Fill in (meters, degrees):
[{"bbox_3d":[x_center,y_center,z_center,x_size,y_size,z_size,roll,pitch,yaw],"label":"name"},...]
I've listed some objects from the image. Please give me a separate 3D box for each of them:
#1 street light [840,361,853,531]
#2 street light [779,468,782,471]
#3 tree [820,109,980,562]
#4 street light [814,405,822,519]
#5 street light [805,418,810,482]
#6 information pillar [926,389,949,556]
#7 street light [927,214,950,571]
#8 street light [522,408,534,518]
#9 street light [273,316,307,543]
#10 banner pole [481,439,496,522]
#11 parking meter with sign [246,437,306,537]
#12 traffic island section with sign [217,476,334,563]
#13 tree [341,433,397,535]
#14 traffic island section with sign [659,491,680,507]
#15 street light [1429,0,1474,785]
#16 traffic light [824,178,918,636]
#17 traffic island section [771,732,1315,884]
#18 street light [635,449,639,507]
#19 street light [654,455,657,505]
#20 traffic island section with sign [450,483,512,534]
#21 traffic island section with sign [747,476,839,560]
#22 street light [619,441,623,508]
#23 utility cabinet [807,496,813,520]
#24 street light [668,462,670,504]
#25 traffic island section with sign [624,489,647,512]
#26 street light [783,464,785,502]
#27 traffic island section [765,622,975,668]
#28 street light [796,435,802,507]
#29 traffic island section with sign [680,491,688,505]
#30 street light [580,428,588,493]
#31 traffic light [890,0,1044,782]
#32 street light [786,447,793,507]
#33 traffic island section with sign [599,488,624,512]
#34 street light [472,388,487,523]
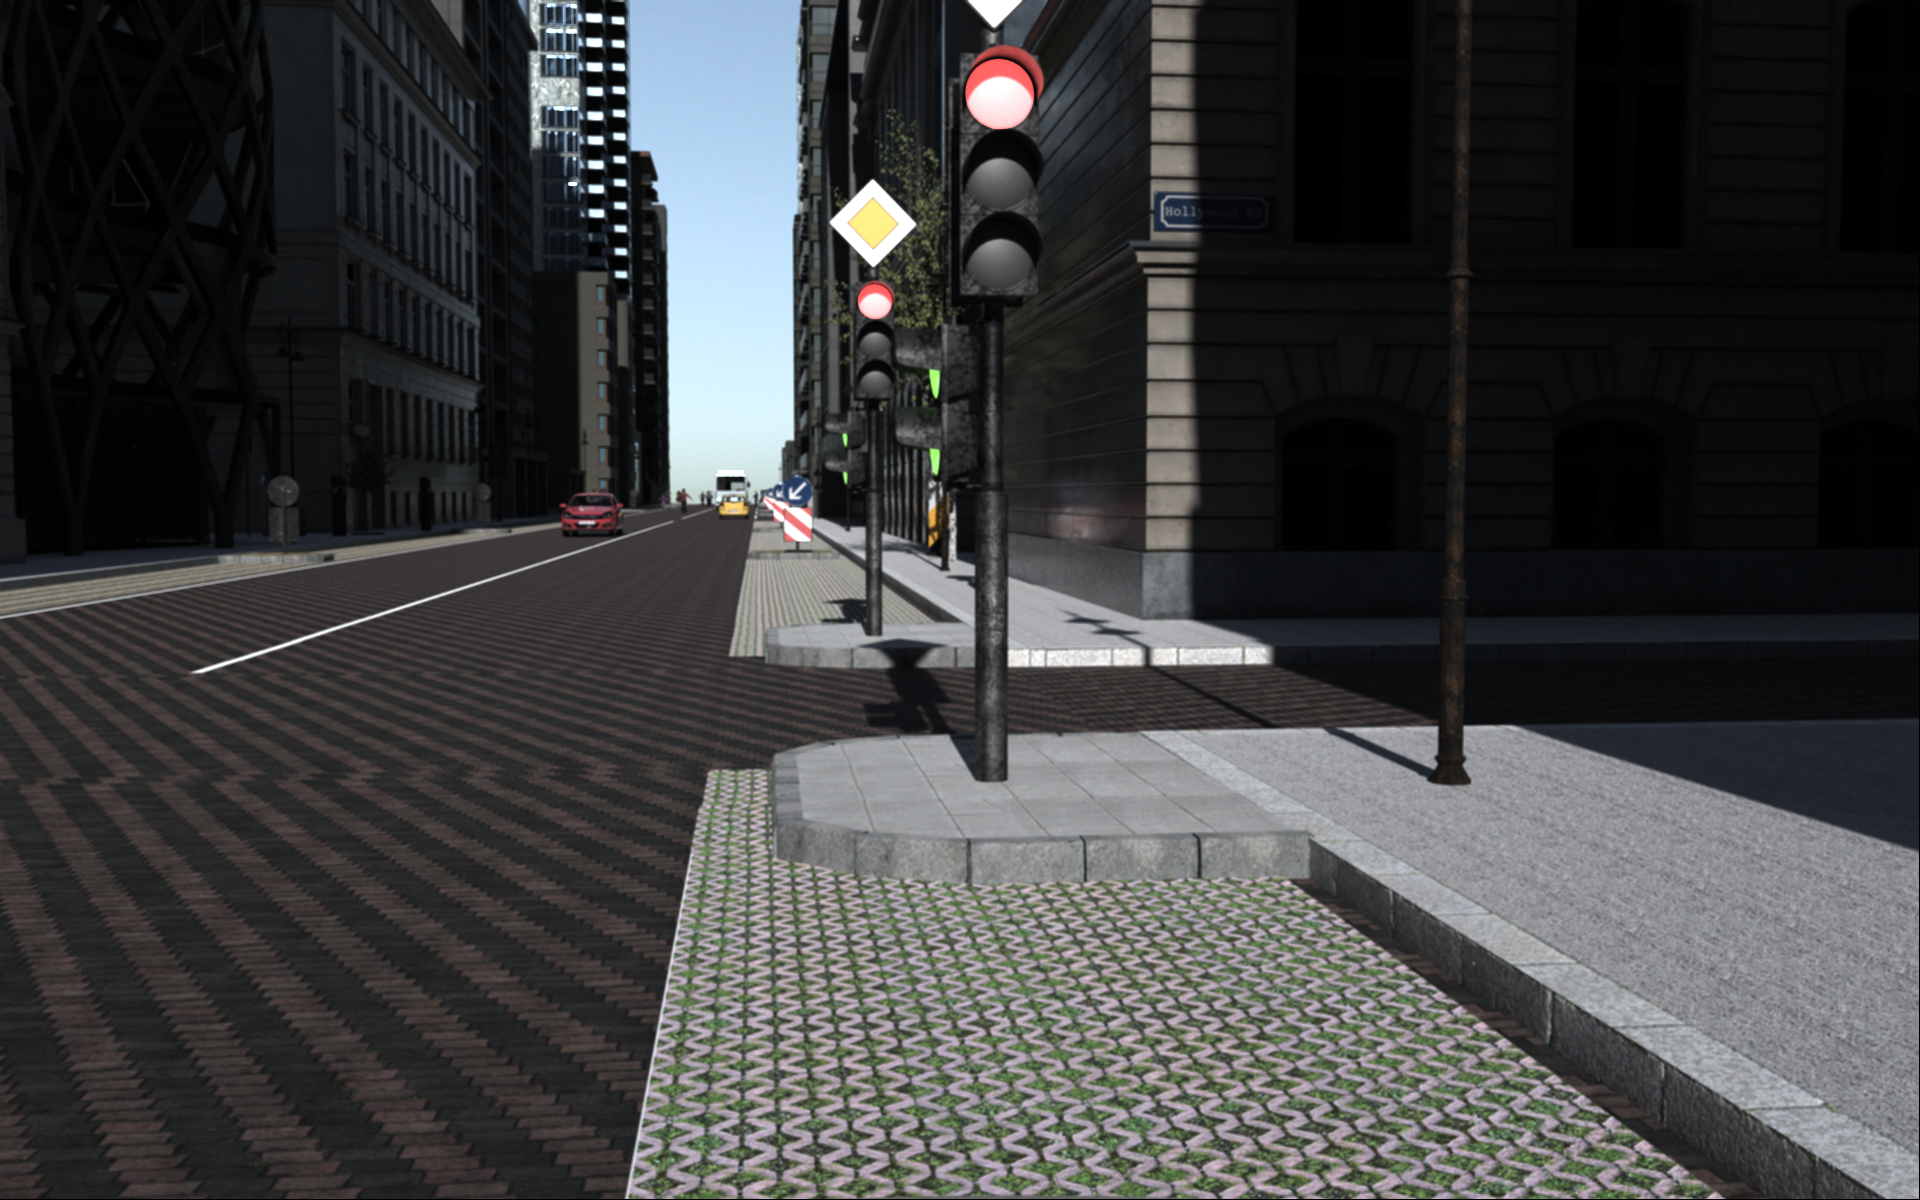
[{"bbox_3d":[-3.867,-5.317,59.726,0.468,5.910,1.993,0,4,-7],"label":"street light"},{"bbox_3d":[-22.153,-15.002,218.065,0.468,5.910,1.993,0,4,-7],"label":"street light"},{"bbox_3d":[-0.357,-5.026,32.534,4.737,8.622,4.395,0,3,0],"label":"tree"},{"bbox_3d":[-7.341,-7.170,90.015,0.468,5.910,1.993,0,4,-7],"label":"street light"},{"bbox_3d":[-9.180,-8.108,105.347,0.468,5.910,1.993,0,4,-7],"label":"street light"},{"bbox_3d":[-0.436,-2.720,35.829,0.504,3.616,0.183,2,4,24],"label":"information pillar"},{"bbox_3d":[-0.253,-3.426,28.808,0.468,5.910,1.993,0,4,-7],"label":"street light"},{"bbox_3d":[-22.784,-7.261,91.497,0.468,5.910,1.993,0,4,-7],"label":"street light"},{"bbox_3d":[-17.428,-4.427,45.170,0.468,5.910,1.993,0,4,-7],"label":"street light"},{"bbox_3d":[-21.404,-5.423,78.689,0.401,3.779,0.863,2,4,29],"label":"banner pole"},{"bbox_3d":[-20.821,-3.447,52.618,1.738,3.016,0.543,-3,5,-45],"label":"parking meter with sign"},{"bbox_3d":[-14.409,-1.714,36.656,1.989,1.847,2.006,0,4,-7],"label":"traffic island section with sign"},{"bbox_3d":[-18.690,-3.688,54.903,1.663,3.219,1.824,0,3,0],"label":"tree"},{"bbox_3d":[-32.676,-11.339,194.012,1.989,1.847,2.006,0,4,-7],"label":"traffic island section with sign"},{"bbox_3d":[2.182,-2.125,7.533,0.468,5.910,1.993,0,4,-7],"label":"street light"},{"bbox_3d":[-0.798,-1.631,15.593,0.839,4.253,0.868,0,4,-7],"label":"traffic light"},{"bbox_3d":[0.163,0.887,7.779,2.009,0.180,2.903,0,4,-7],"label":"traffic island section"},{"bbox_3d":[-32.259,-12.257,173.186,0.468,5.910,1.993,0,4,-7],"label":"street light"},{"bbox_3d":[-35.740,-14.114,203.553,0.468,5.910,1.993,0,4,-7],"label":"street light"},{"bbox_3d":[-17.517,-3.352,63.439,1.989,1.847,2.006,0,4,-7],"label":"traffic island section with sign"},{"bbox_3d":[-3.725,-1.822,38.422,1.989,1.847,2.006,0,4,-7],"label":"traffic island section with sign"},{"bbox_3d":[-29.822,-10.980,152.309,0.468,5.910,1.993,0,4,-7],"label":"street light"},{"bbox_3d":[-7.391,-4.550,85.546,0.306,1.237,1.020,0,4,-6],"label":"utility cabinet"},{"bbox_3d":[-39.251,-15.966,233.838,0.468,5.910,1.993,0,4,-7],"label":"street light"},{"bbox_3d":[-26.461,-8.072,140.611,1.989,1.847,2.006,0,4,-7],"label":"traffic island section with sign"},{"bbox_3d":[-18.602,-13.089,186.790,0.468,5.910,1.993,0,4,-7],"label":"street light"},{"bbox_3d":[-0.757,0.402,15.712,2.009,0.180,2.903,0,4,-7],"label":"traffic island section"},{"bbox_3d":[-12.622,-9.960,135.639,0.468,5.910,1.993,0,4,-7],"label":"street light"},{"bbox_3d":[-35.842,-13.018,221.464,1.989,1.847,2.006,0,4,-7],"label":"traffic island section with sign"},{"bbox_3d":[-26.405,-9.127,122.013,0.468,5.910,1.993,0,4,-7],"label":"street light"},{"bbox_3d":[0.122,-1.146,7.661,0.839,4.253,0.868,0,4,-7],"label":"traffic light"},{"bbox_3d":[-16.214,-11.828,166.175,0.468,5.910,1.993,0,4,-7],"label":"street light"},{"bbox_3d":[-23.365,-6.435,113.834,1.989,1.847,2.006,0,4,-7],"label":"traffic island section with sign"},{"bbox_3d":[-20.925,-6.283,75.511,0.468,5.910,1.993,0,4,-7],"label":"street light"}]
